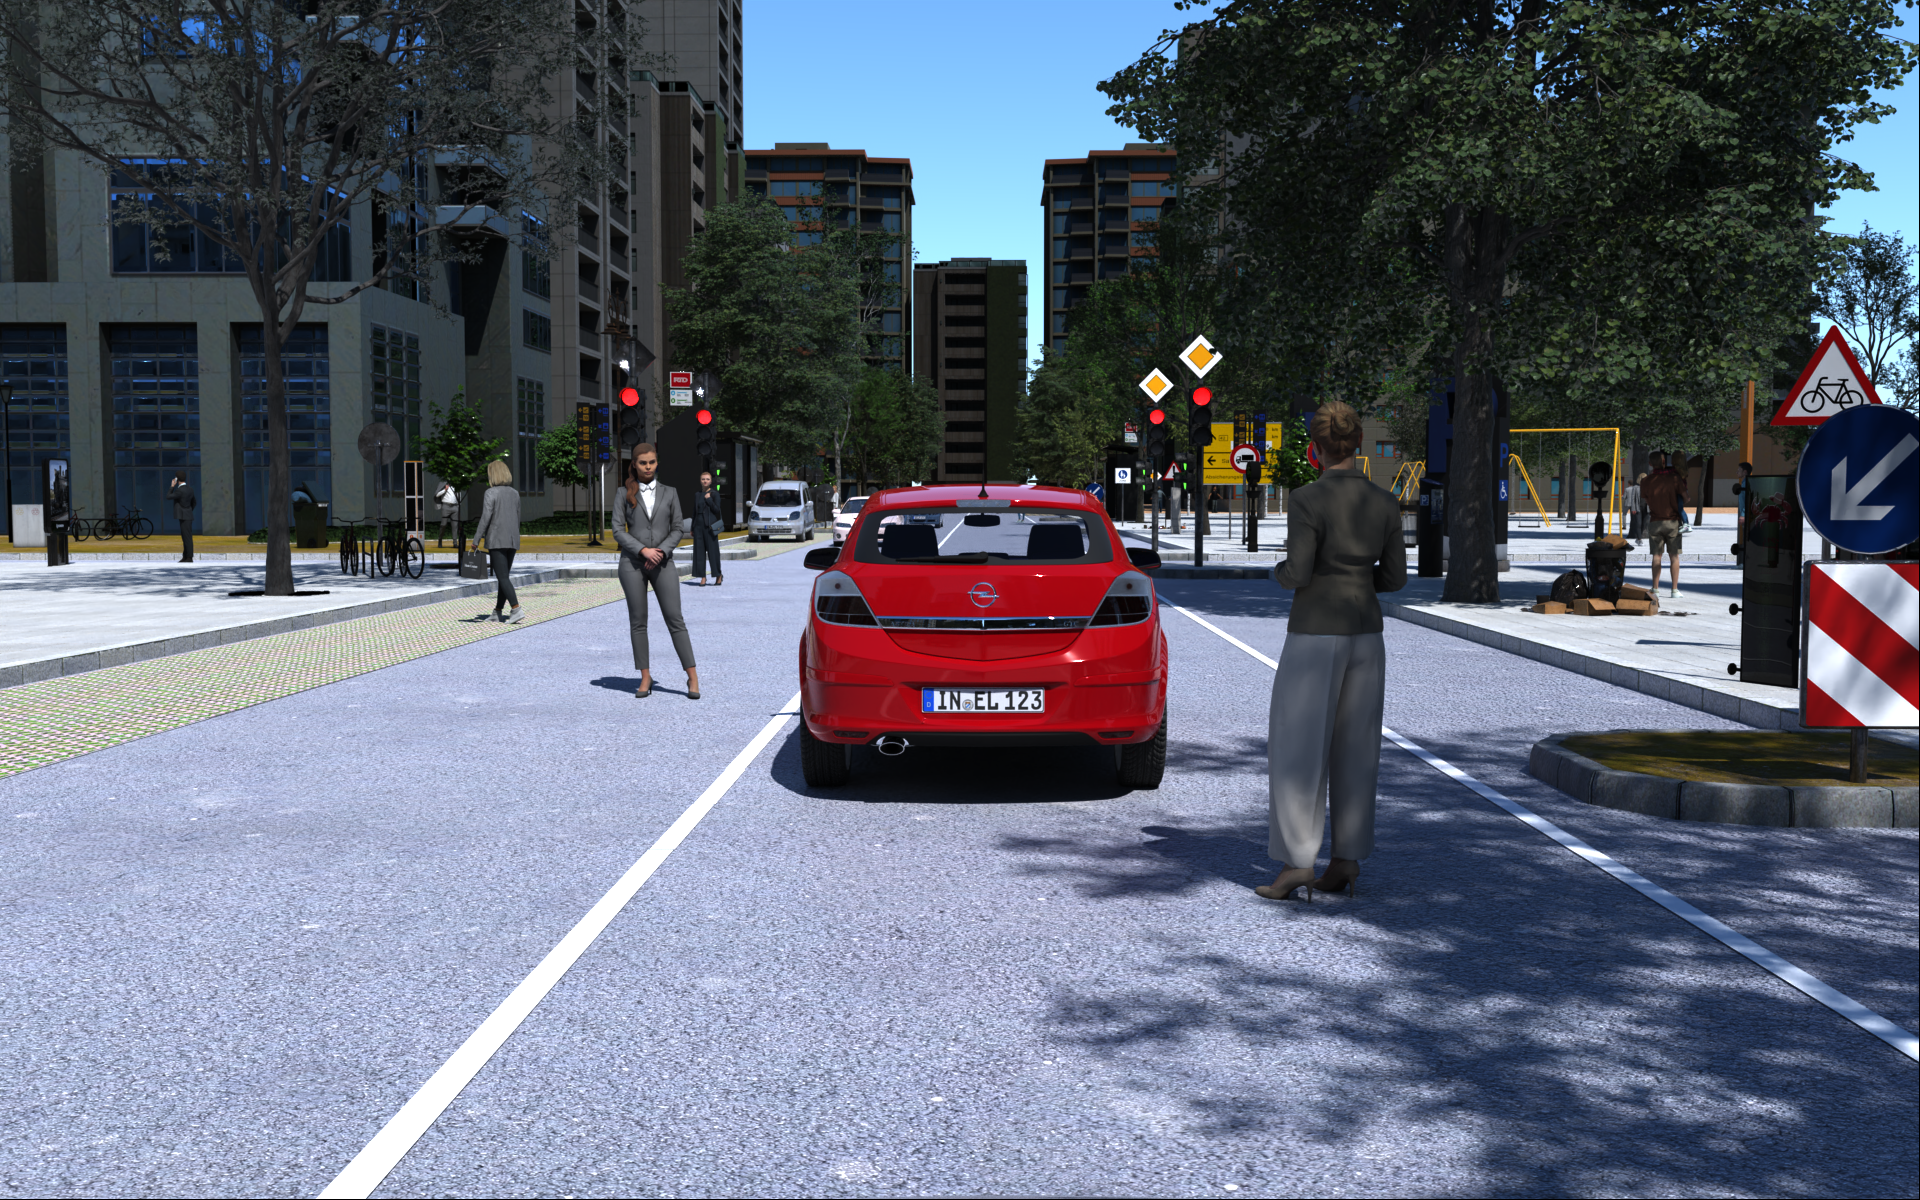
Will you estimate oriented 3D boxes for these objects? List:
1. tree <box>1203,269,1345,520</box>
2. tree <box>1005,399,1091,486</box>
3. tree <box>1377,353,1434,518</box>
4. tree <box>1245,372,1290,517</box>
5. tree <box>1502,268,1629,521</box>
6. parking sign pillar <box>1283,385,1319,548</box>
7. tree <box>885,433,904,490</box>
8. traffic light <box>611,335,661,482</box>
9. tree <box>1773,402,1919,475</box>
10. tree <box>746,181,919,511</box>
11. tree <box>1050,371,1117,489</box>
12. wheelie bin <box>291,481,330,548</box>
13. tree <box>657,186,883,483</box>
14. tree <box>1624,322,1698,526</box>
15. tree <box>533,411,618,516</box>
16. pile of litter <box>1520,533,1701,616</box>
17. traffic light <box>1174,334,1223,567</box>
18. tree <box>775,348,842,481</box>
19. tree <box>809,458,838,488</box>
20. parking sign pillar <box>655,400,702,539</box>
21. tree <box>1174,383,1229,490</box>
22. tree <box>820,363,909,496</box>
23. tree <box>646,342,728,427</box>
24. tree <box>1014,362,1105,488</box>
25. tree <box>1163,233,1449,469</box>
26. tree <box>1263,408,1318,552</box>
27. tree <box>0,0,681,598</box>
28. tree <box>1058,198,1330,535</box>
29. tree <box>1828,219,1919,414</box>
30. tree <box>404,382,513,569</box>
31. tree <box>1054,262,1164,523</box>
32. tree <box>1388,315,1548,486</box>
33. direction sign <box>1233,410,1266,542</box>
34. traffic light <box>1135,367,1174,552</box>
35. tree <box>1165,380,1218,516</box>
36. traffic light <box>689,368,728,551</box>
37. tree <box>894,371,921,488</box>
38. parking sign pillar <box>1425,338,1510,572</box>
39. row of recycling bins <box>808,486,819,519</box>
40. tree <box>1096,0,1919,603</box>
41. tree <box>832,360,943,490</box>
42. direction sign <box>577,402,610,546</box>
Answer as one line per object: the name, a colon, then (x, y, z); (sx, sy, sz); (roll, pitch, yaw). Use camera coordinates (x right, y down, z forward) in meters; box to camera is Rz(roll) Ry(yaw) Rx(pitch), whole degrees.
tree: (15.401, -10.270, 86.046); (7.486, 12.596, 7.792); (0, 3, 0)
tree: (9.169, -16.162, 181.260); (9.611, 12.733, 9.660); (0, 3, 0)
tree: (23.792, -8.623, 91.351); (4.360, 8.622, 3.978); (0, 3, 0)
tree: (19.101, -9.251, 101.615); (4.737, 8.622, 4.395); (0, 3, 0)
tree: (31.441, -10.590, 91.269); (7.486, 12.596, 7.792); (0, 3, 0)
parking sign pillar: (8.497, -3.241, 41.462); (1.447, 3.967, 1.447); (-2, 4, -33)
tree: (-6.071, -12.995, 162.824); (4.360, 8.622, 3.978); (0, 3, 0)
traffic light: (-5.755, -2.554, 30.676); (0.839, 4.253, 0.868); (0, 4, 1)
tree: (53.100, -8.395, 100.159); (11.467, 7.101, 20.602); (0, 4, 7)
tree: (-8.805, -15.412, 107.881); (12.611, 20.169, 13.585); (0, 3, 0)
tree: (7.840, -9.367, 103.516); (4.737, 8.622, 4.395); (0, 3, 0)
wheelie bin: (-15.438, -2.030, 41.099); (0.693, 1.594, 0.980); (0, 4, 7)
tree: (-7.948, -10.105, 71.868); (9.857, 13.997, 8.962); (0, 3, 0)
tree: (29.873, -8.246, 69.236); (8.767, 10.594, 7.601); (-1, 4, -23)
tree: (-15.327, -5.225, 69.135); (4.285, 4.588, 4.351); (0, 3, 0)
pile of litter: (6.972, -0.283, 18.594); (1.719, 0.858, 1.176); (3, 4, 36)
traffic light: (4.205, -2.545, 30.537); (0.839, 4.253, 0.868); (0, 4, 1)
tree: (-7.913, -8.402, 87.739); (4.737, 8.622, 4.395); (0, 3, 0)
tree: (-7.386, -6.100, 94.336); (1.663, 3.219, 1.824); (0, 3, 0)
parking sign pillar: (-8.082, -3.744, 49.682); (1.447, 3.967, 1.447); (-2, 4, -24)
tree: (15.616, -9.803, 110.638); (4.360, 8.622, 3.978); (0, 3, 0)
tree: (-7.330, -12.636, 132.362); (9.928, 11.665, 9.643); (0, 3, 0)
tree: (-12.652, -8.060, 82.141); (4.360, 8.622, 3.978); (0, 3, 0)
tree: (8.000, -13.992, 146.895); (7.486, 12.596, 7.792); (0, 3, 0)
tree: (14.731, -8.540, 65.386); (9.928, 11.665, 9.643); (0, 3, 0)
tree: (7.709, -2.698, 38.714); (1.663, 3.219, 1.824); (0, 3, 0)
tree: (-8.542, -6.794, 21.444); (12.009, 13.543, 11.850); (0, 3, 0)
tree: (7.605, -7.327, 54.207); (8.767, 10.594, 7.601); (-1, 4, -20)
tree: (31.249, -7.576, 58.279); (8.767, 10.594, 7.601); (0, 4, -7)
tree: (-8.581, -2.173, 30.124); (1.663, 3.219, 1.824); (0, 3, 0)
tree: (8.134, -9.200, 76.173); (9.928, 11.665, 9.643); (0, 3, 0)
tree: (30.681, -11.368, 102.879); (9.611, 12.733, 9.660); (0, 3, 0)
direction sign: (7.789, -3.342, 46.638); (0.876, 3.537, 0.379); (1, 4, 22)
traffic light: (4.329, -3.034, 38.521); (0.839, 4.253, 0.868); (0, 4, 1)
tree: (13.786, -9.296, 102.351); (4.737, 8.622, 4.395); (0, 3, 0)
traffic light: (-5.631, -3.042, 38.660); (0.839, 4.253, 0.868); (0, 4, 1)
tree: (-5.898, -16.654, 178.944); (9.857, 13.997, 8.962); (0, 3, 0)
parking sign pillar: (8.457, -2.472, 28.886); (1.447, 3.967, 1.447); (3, 5, 41)
row of recycling bins: (-8.247, -5.128, 90.955); (1.069, 1.692, 3.534); (-1, 4, -20)
tree: (6.218, -6.949, 20.264); (9.857, 13.997, 8.962); (0, 3, 0)
tree: (-6.233, -14.156, 148.453); (9.611, 12.733, 9.660); (0, 3, 0)
direction sign: (-9.091, -3.119, 42.997); (0.876, 3.537, 0.379); (-3, 5, -40)
